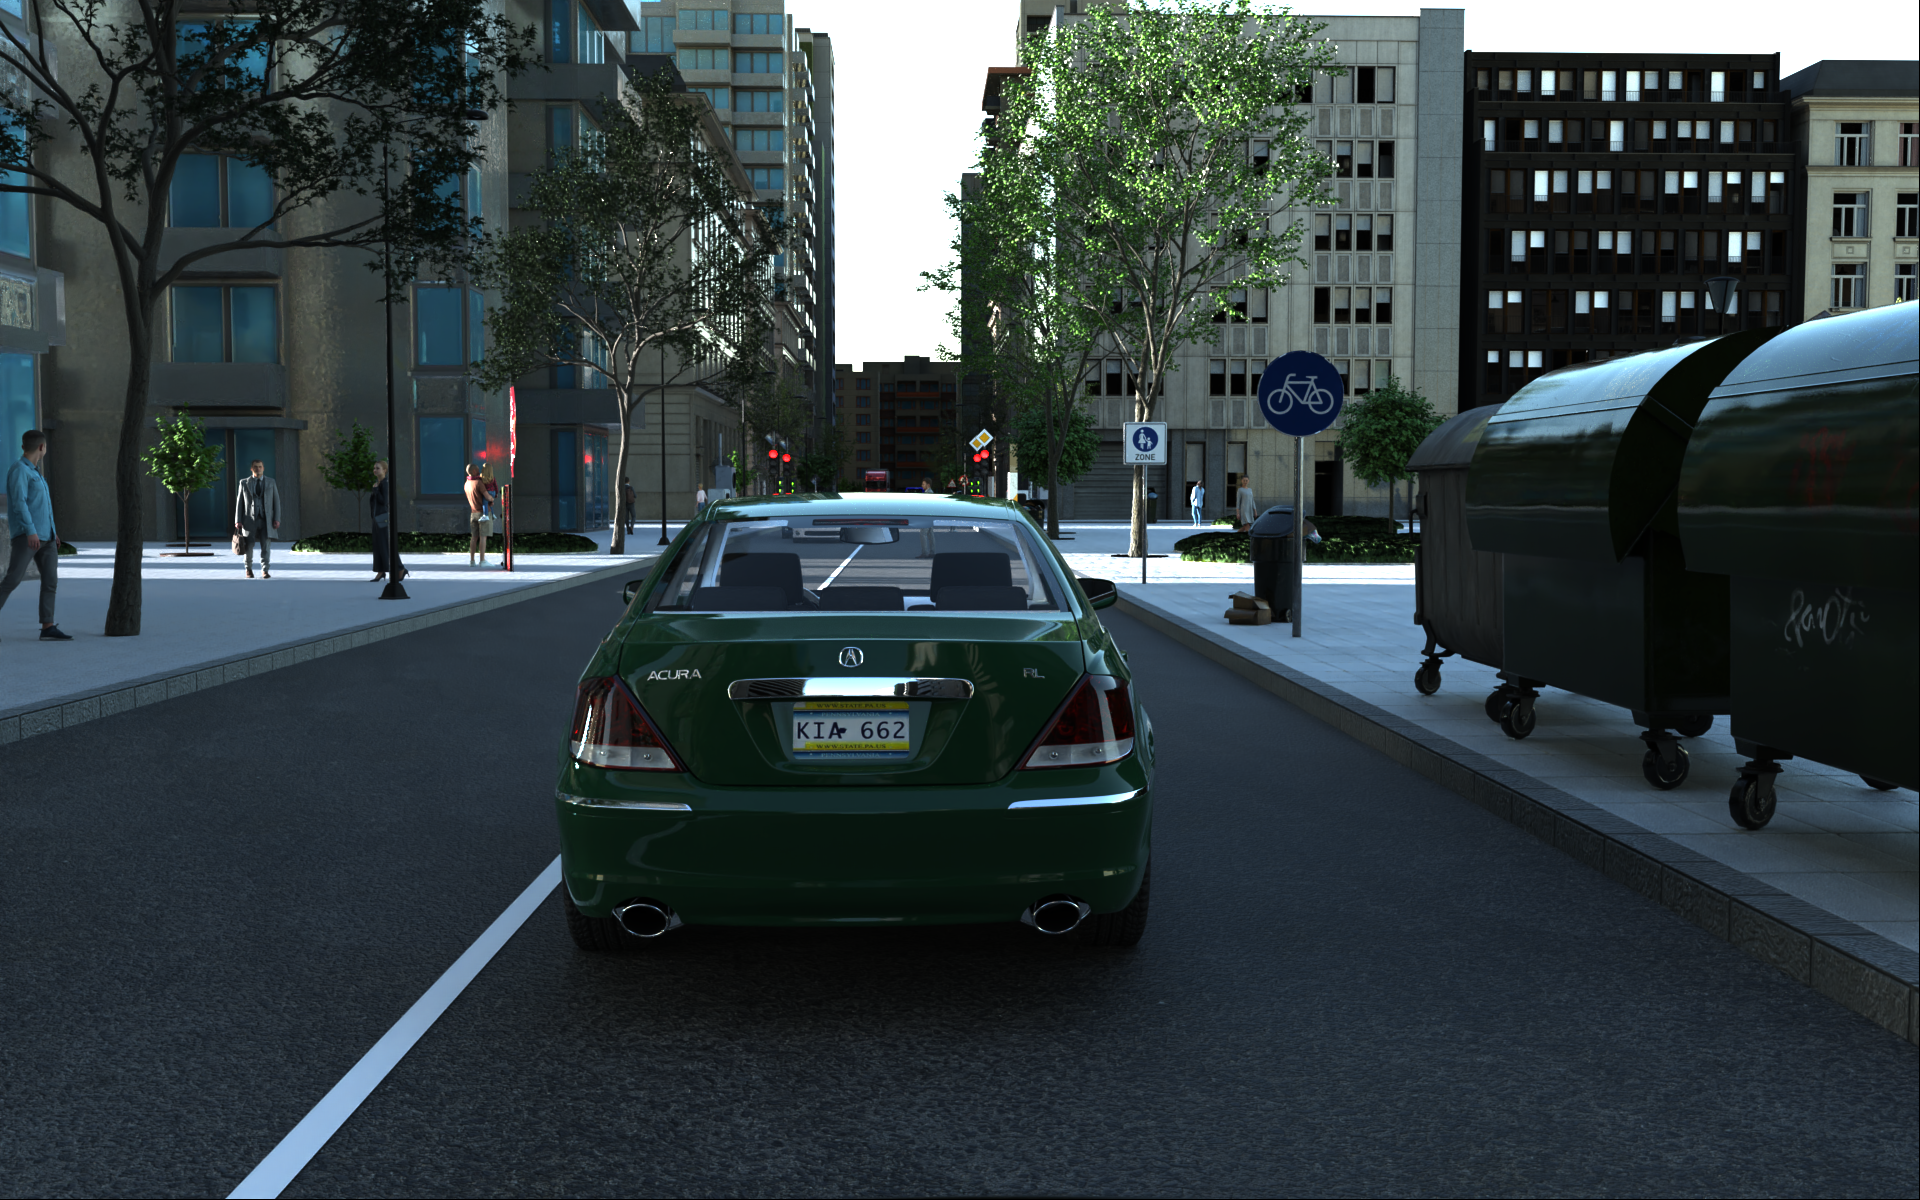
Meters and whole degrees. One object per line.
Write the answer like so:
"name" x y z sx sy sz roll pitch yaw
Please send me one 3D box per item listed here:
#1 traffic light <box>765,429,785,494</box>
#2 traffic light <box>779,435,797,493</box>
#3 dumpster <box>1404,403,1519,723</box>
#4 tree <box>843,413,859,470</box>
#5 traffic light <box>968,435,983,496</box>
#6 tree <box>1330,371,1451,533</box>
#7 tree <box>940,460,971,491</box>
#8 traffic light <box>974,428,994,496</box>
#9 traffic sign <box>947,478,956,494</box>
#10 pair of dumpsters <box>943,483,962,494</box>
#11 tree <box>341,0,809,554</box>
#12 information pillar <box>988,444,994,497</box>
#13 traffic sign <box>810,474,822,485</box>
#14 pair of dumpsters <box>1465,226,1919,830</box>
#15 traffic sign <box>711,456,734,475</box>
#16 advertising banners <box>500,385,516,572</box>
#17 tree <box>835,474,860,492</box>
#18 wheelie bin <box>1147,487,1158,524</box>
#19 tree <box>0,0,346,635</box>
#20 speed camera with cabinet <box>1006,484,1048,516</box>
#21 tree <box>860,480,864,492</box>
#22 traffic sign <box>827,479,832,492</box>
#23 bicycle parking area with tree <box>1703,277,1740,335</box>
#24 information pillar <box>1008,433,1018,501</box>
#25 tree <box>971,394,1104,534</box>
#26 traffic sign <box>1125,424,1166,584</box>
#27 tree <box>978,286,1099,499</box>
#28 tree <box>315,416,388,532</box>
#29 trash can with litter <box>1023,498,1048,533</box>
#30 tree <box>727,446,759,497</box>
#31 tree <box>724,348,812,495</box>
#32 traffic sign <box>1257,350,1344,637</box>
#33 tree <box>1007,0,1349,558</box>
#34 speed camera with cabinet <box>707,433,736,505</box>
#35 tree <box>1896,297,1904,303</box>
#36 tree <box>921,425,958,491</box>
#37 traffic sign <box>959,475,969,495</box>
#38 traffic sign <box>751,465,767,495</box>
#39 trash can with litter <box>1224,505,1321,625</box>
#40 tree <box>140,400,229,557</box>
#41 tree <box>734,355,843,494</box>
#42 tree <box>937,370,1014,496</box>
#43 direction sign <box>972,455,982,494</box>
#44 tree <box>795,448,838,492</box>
"traffic light" -7.930 -5.204 74.006 0.839 4.253 0.868 0 4 -2
"traffic light" -8.164 -5.692 81.987 0.839 4.253 0.868 0 4 -2
"dumpster" 3.521 -0.280 10.331 1.264 1.857 1.865 0 4 -2
"tree" -10.628 -11.938 145.552 4.737 8.622 4.395 0 3 0
"traffic light" 0.793 -5.709 82.264 0.839 4.253 0.868 0 4 -2
"tree" 11.548 -3.850 46.667 4.285 4.588 4.351 0 3 0
"tree" -0.370 -10.805 160.379 4.285 4.588 4.351 0 3 0
"traffic light" 1.027 -5.221 74.282 0.839 4.253 0.868 0 4 -2
"traffic sign" -0.634 -8.577 140.237 0.884 2.594 0.081 0 4 1
"pair of dumpsters" -0.615 -8.923 148.386 1.574 2.255 4.437 0 4 -2
"tree" -6.996 -6.249 36.590 7.601 10.594 8.767 1 4 13
"information pillar" 1.466 -5.537 81.885 0.183 3.616 0.504 -2 4 -25
"traffic sign" -9.314 -6.840 111.569 0.795 2.593 0.064 0 4 4
"pair of dumpsters" 3.520 -0.277 7.021 1.574 2.255 4.437 0 4 -2
"traffic sign" -7.943 -3.538 57.949 0.768 2.556 0.104 0 4 4
"advertising banners" -7.513 -1.994 28.796 0.090 3.025 2.074 -1 4 -20
"tree" -10.882 -10.380 164.316 1.663 3.219 1.824 0 3 0
"wheelie bin" 8.160 -4.114 75.175 0.980 1.594 0.693 3 4 37
"tree" -7.261 -4.951 15.363 7.601 10.594 8.767 0 4 4
"speed camera with cabinet" 3.036 -4.909 74.599 2.038 3.252 0.660 -1 4 -10
"tree" -13.720 -13.910 222.023 1.663 3.219 1.824 0 3 0
"traffic sign" -10.251 -8.199 134.159 0.768 2.556 0.104 0 4 4
"bicycle parking area with tree" 12.633 -2.190 22.807 8.231 4.147 9.016 1 4 15
"information pillar" 2.029 -4.619 66.881 0.183 3.616 0.504 3 5 42
"tree" 2.986 -4.440 56.304 4.285 4.588 4.351 0 3 0
"traffic sign" 2.632 -1.380 24.685 0.606 2.300 0.079 0 4 1
"tree" 2.764 -6.854 62.429 4.737 8.622 4.395 0 3 0
"tree" -15.014 -2.977 43.271 1.663 3.219 1.824 0 3 0
"trash can with litter" 2.028 -2.158 46.677 0.624 1.170 1.055 1 4 15
"tree" -9.187 -4.625 70.227 1.663 3.219 1.824 0 3 0
"tree" -9.491 -8.292 85.944 4.360 8.622 3.978 0 3 0
"traffic sign" 3.024 -0.940 15.476 0.768 2.556 0.104 0 4 2
"tree" 3.804 -6.673 34.859 9.928 11.665 9.643 0 3 0
"speed camera with cabinet" -7.681 -3.766 55.915 0.660 3.252 2.038 0 4 3
"tree" 34.047 -6.753 60.779 4.737 8.622 4.395 0 3 0
"tree" -1.823 -14.326 184.585 4.737 8.622 4.395 0 3 0
"traffic sign" 0.297 -7.111 116.376 0.768 2.556 0.104 0 3 0
"traffic sign" -8.682 -4.559 74.647 0.768 2.556 0.104 0 4 1
"trash can with litter" 3.099 -0.358 17.244 0.624 1.170 1.055 3 4 37
"tree" -15.943 -2.518 35.773 1.663 3.219 1.824 0 3 0
"tree" -9.537 -8.594 90.881 4.737 8.622 4.395 0 3 0
"tree" 1.097 -8.881 95.567 4.360 8.622 3.978 0 3 0
"direction sign" 1.103 -6.640 100.559 0.876 3.537 0.379 2 4 32
"tree" -10.095 -8.433 121.590 4.285 4.588 4.351 0 3 0
